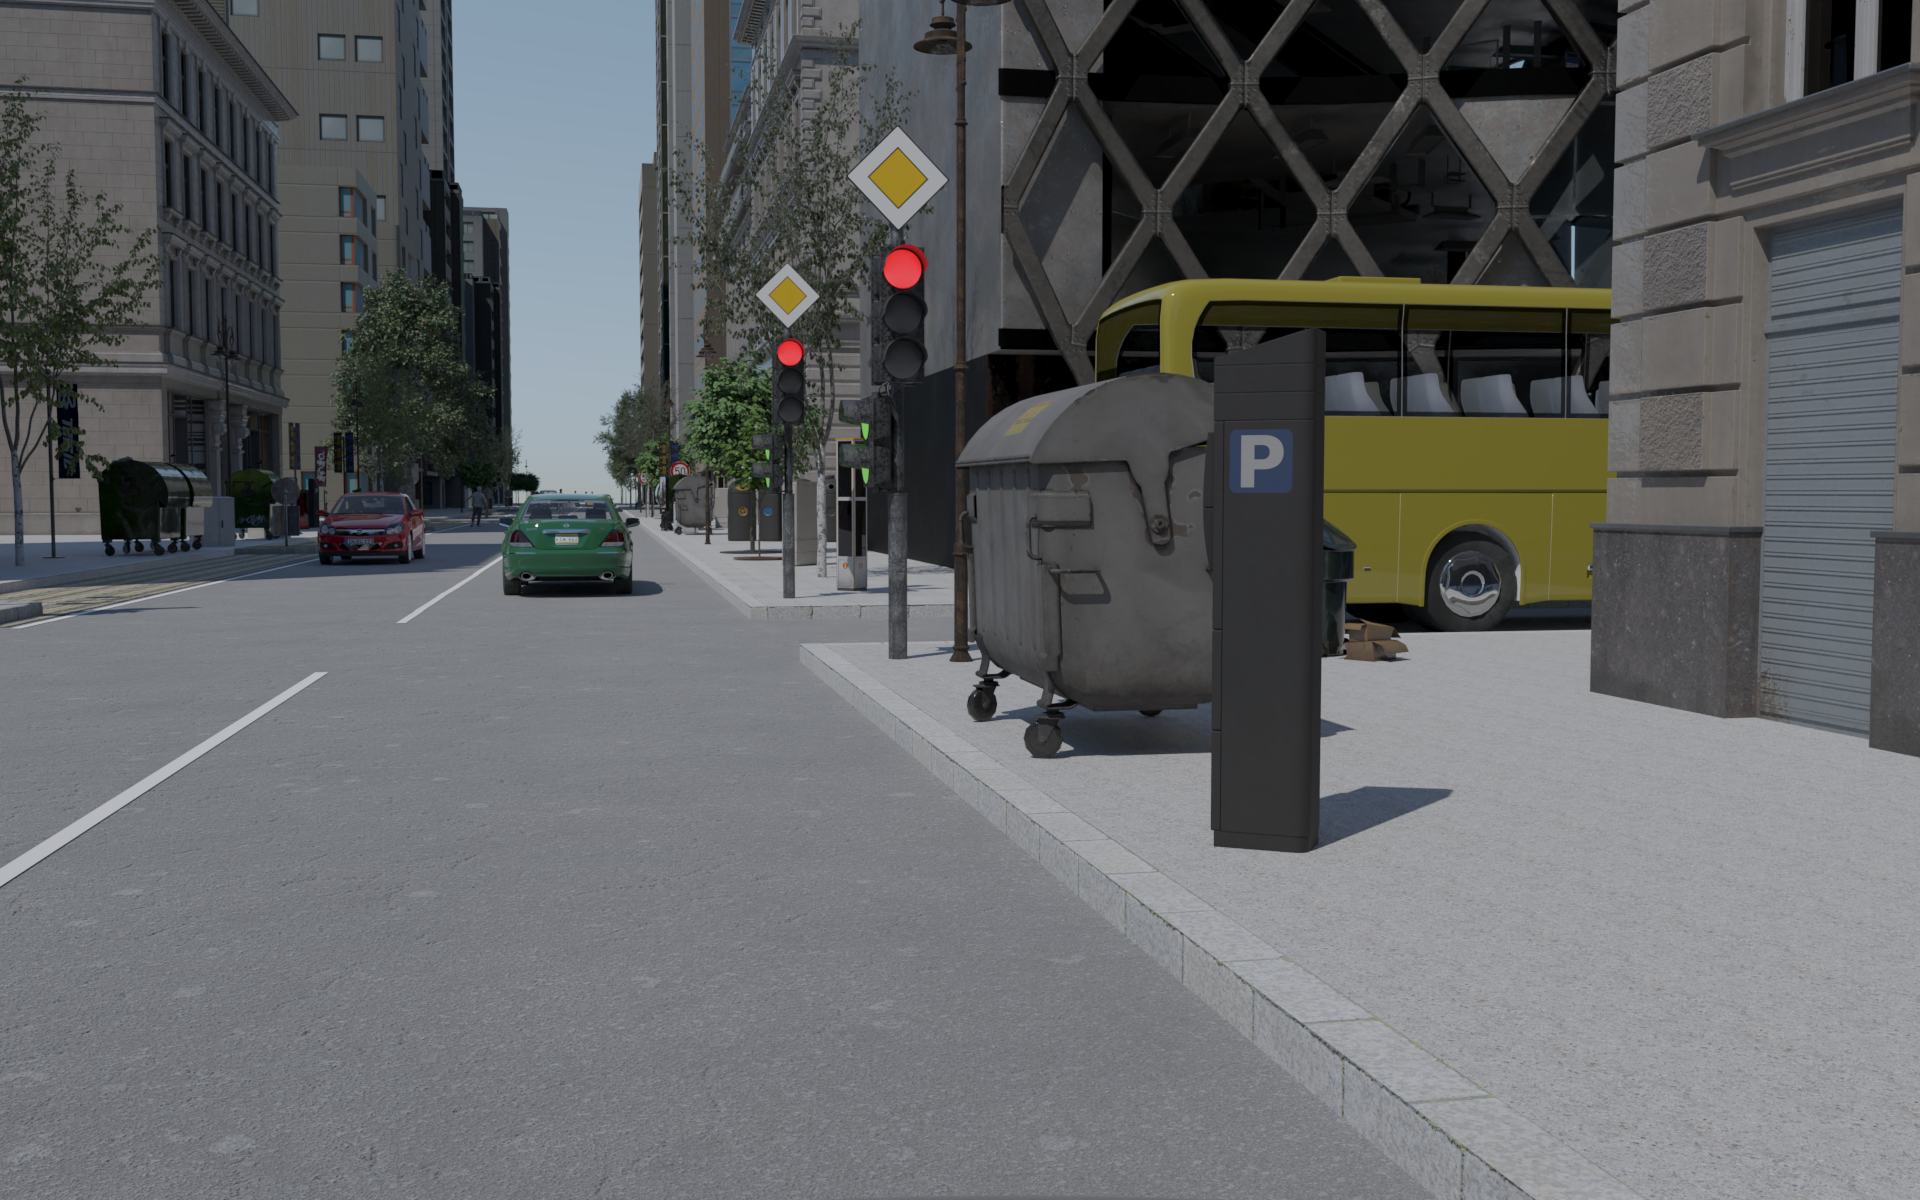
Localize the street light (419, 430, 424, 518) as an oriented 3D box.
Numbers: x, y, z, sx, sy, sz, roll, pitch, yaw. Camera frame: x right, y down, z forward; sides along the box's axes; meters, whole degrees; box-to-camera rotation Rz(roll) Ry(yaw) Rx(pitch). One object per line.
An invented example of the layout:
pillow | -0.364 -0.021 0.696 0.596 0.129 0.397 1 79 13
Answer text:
street light | -29.224 -7.414 94.014 0.468 5.910 1.993 -1 4 -12

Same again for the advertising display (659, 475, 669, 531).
advertising display | -10.234 -3.347 59.945 0.123 1.923 0.974 -1 4 -22

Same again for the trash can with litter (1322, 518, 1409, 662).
trash can with litter | 3.037 -0.139 13.652 1.055 1.170 0.624 3 5 45

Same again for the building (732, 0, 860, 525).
building | -1.968 -14.344 63.403 11.050 23.489 19.941 -1 4 -12

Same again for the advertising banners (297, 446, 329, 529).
advertising banners | -23.911 -4.076 62.828 2.074 3.025 0.090 -3 4 -36

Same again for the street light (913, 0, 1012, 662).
street light | 0.008 -2.466 13.107 0.468 5.910 1.993 -1 4 -12

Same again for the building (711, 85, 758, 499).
building | -4.800 -14.892 85.289 13.314 21.916 24.055 -1 4 -12

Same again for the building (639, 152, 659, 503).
building | -33.786 -37.867 242.824 21.300 48.544 21.600 -1 4 -12

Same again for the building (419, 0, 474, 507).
building | -62.074 -45.557 183.100 20.563 71.187 20.611 -1 4 -12

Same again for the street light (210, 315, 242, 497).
street light | -18.942 -4.406 44.829 0.468 5.910 1.993 -1 4 -12

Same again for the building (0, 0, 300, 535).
building | -29.644 -12.453 54.517 10.553 20.767 40.483 -1 4 -12

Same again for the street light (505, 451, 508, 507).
street light | -46.230 -12.450 176.340 0.468 5.910 1.993 -1 4 -12

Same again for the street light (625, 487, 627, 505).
street light | -32.226 -12.011 169.166 0.468 5.910 1.993 -1 4 -12

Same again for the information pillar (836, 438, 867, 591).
information pillar | -1.435 -1.130 22.965 0.304 2.012 0.304 2 4 34

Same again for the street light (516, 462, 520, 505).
street light | -51.391 -13.985 201.442 0.468 5.910 1.993 -1 4 -12

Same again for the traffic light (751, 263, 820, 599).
traffic light | -2.121 -1.974 21.196 0.839 4.253 0.868 -1 4 -12

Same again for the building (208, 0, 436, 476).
building | -54.709 -33.061 129.778 28.713 52.752 27.495 -1 4 -12

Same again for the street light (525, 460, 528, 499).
street light | -56.874 -15.563 227.242 0.468 5.910 1.993 -1 4 -12

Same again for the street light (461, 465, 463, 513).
street light | -34.298 -8.948 119.081 0.468 5.910 1.993 -1 4 -12

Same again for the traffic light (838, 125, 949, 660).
traffic light | -0.502 -1.496 13.376 0.839 4.253 0.868 -1 4 -12

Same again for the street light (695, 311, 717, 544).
street light | -6.427 -4.353 43.960 0.468 5.910 1.993 -1 4 -12

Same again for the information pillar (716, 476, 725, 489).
information pillar | -9.751 -4.038 70.516 0.304 2.012 0.304 -1 4 -16

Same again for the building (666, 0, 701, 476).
building | -11.429 -35.997 130.556 21.231 58.520 28.212 -1 4 -12

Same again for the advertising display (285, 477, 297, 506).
advertising display | -25.712 -3.754 66.589 0.123 1.923 0.974 0 4 1

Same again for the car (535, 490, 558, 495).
car | -36.931 -8.970 155.334 2.281 1.827 5.304 -1 4 -13

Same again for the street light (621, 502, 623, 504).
street light | -38.548 -13.881 199.735 0.468 5.910 1.993 -1 4 -12

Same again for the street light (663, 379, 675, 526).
street light | -11.657 -5.916 69.522 0.468 5.910 1.993 -1 4 -12

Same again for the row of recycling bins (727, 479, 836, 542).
row of recycling bins | -4.681 -2.431 46.853 3.534 1.692 1.069 1 4 20

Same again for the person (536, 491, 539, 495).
person | -29.750 -6.863 122.185 0.415 1.643 0.593 0 4 -3

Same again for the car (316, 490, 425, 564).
car | -12.463 -1.698 36.799 2.155 1.783 4.494 -1 4 -11

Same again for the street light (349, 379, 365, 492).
street light | -24.215 -5.924 69.650 0.468 5.910 1.993 -1 4 -12

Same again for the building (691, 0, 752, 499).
building | -9.523 -28.074 109.117 14.600 45.320 14.200 -1 4 -12

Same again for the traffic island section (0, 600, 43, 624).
traffic island section | -11.621 0.179 19.355 2.009 0.180 2.903 -1 4 -12

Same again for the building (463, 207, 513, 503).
building | -69.651 -33.993 239.386 14.154 41.232 14.086 -1 4 -12

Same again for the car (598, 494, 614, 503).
car | -32.296 -8.985 156.694 2.009 1.686 4.222 -1 4 -14

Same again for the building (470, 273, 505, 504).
building | -67.185 -27.777 225.856 14.160 30.474 14.107 -1 4 -12

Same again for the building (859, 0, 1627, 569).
building | 7.567 -10.141 33.255 16.811 18.784 16.820 -1 4 -12

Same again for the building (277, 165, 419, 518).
building | -48.355 -15.796 103.303 27.650 21.520 28.899 -1 4 -12

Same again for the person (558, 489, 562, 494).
person | -27.848 -6.875 120.922 1.348 1.822 0.705 0 4 -1

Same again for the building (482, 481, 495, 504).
building | -72.495 -31.386 205.047 32.217 40.220 23.993 -1 4 -12

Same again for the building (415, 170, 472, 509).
building | -51.345 -23.299 152.647 14.160 30.474 14.107 -1 4 -12

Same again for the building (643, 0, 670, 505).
building | -30.229 -47.896 221.356 20.563 71.187 20.611 -1 4 -12

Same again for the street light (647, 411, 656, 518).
street light | -16.836 -7.446 94.538 0.468 5.910 1.993 -1 4 -12

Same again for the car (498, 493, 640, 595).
car | -5.882 -0.874 26.082 2.131 1.459 4.920 -1 4 -12

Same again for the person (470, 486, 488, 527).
person | -20.951 -4.074 75.591 0.782 1.767 0.515 0 4 5

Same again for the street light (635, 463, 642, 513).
street light | -22.027 -8.964 119.350 0.468 5.910 1.993 -1 4 -12
